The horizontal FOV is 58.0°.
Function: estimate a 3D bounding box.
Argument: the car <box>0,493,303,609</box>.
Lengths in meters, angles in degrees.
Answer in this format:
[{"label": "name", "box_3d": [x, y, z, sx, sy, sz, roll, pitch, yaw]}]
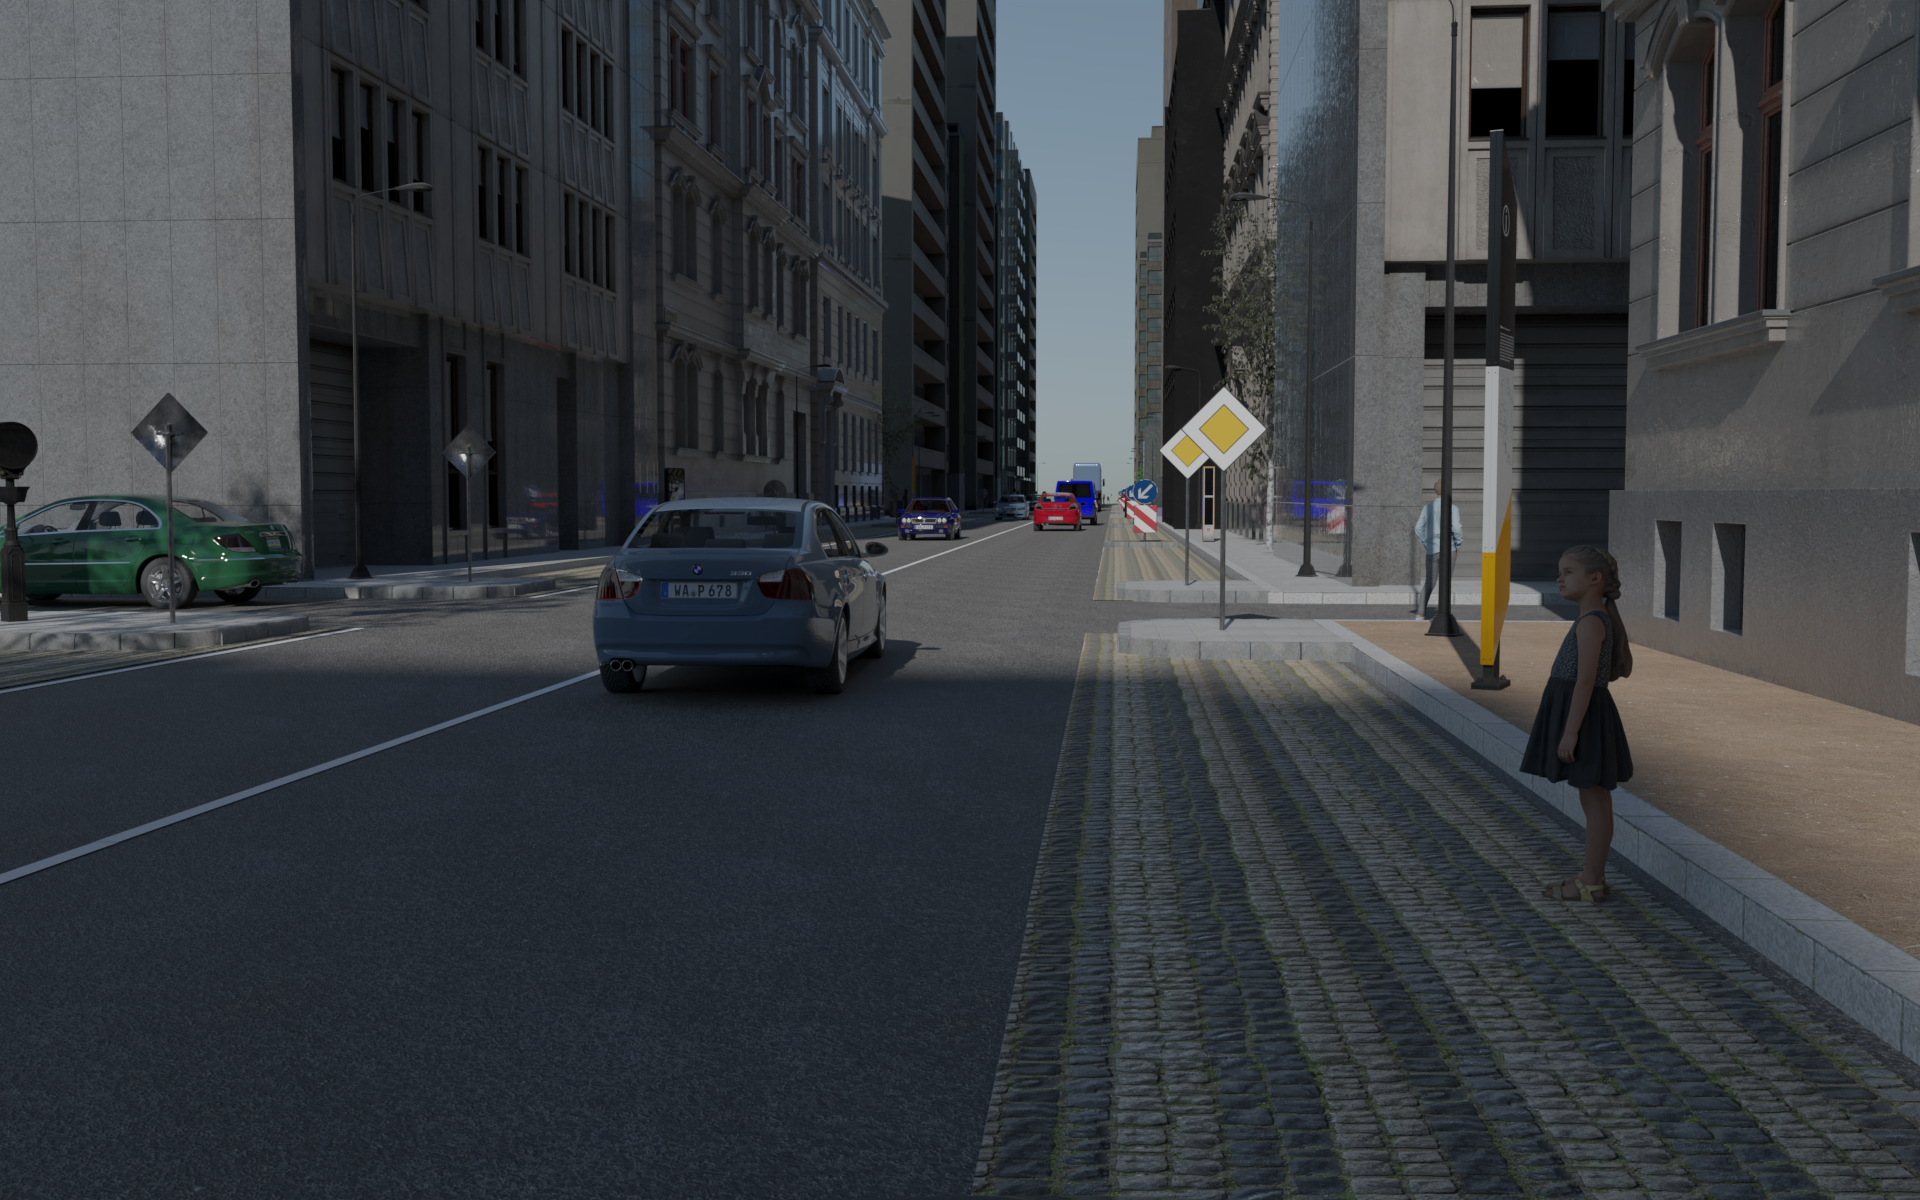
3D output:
[{"label": "car", "box_3d": [-11.121, -0.657, 22.542, 4.920, 1.459, 2.131, 0, 4, 7]}]

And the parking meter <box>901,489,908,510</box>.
[{"label": "parking meter", "box_3d": [-2.923, -5.052, 91.011, 0.372, 1.533, 0.369, 0, 3, 0]}]

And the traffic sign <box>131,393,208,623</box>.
[{"label": "traffic sign", "box_3d": [-7.836, -0.828, 17.184, 0.795, 2.450, 0.064, 0, 4, 5]}]

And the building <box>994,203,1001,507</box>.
[{"label": "building", "box_3d": [-3.537, -24.098, 165.695, 14.160, 30.474, 14.107, 0, 4, 5]}]

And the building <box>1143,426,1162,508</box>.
[{"label": "building", "box_3d": [28.165, -51.542, 155.382, 22.319, 86.520, 31.000, 0, 4, 5]}]

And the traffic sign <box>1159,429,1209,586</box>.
[{"label": "traffic sign", "box_3d": [3.175, -1.257, 24.202, 0.795, 2.450, 0.064, 0, 4, 5]}]

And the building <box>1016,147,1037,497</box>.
[{"label": "building", "box_3d": [-0.297, -38.034, 245.559, 21.300, 48.544, 21.600, 0, 4, 5]}]

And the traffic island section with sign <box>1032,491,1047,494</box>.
[{"label": "traffic island section with sign", "box_3d": [9.027, -12.111, 206.635, 1.989, 1.847, 2.006, 0, 4, 5]}]

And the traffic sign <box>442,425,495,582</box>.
[{"label": "traffic sign", "box_3d": [-7.126, -1.315, 25.138, 0.795, 2.450, 0.064, 0, 4, 5]}]

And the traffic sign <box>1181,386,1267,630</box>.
[{"label": "traffic sign", "box_3d": [2.466, -0.771, 16.248, 0.795, 2.450, 0.064, 0, 4, 5]}]

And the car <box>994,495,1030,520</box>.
[{"label": "car", "box_3d": [2.891, -5.106, 95.481, 2.014, 1.417, 4.499, 0, 4, 5]}]

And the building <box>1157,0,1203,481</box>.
[{"label": "building", "box_3d": [22.839, -29.624, 134.466, 14.600, 45.320, 14.200, 0, 4, 5]}]

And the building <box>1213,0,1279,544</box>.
[{"label": "building", "box_3d": [13.344, -13.632, 51.762, 11.050, 23.489, 19.941, 0, 4, 5]}]

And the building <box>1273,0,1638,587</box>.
[{"label": "building", "box_3d": [15.862, -12.863, 28.329, 19.932, 24.808, 12.078, 0, 4, 5]}]

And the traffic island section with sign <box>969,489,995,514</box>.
[{"label": "traffic island section with sign", "box_3d": [1.708, -7.090, 124.550, 1.989, 1.847, 2.006, 0, 4, 5]}]

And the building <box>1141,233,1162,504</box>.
[{"label": "building", "box_3d": [27.676, -25.717, 192.180, 14.160, 30.474, 14.107, 0, 4, 5]}]

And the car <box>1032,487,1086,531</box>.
[{"label": "car", "box_3d": [3.857, -3.609, 68.053, 2.155, 1.783, 4.494, 0, 4, 6]}]

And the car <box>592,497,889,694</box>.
[{"label": "car", "box_3d": [-1.620, -0.106, 13.737, 2.014, 1.417, 4.499, 0, 4, 3]}]

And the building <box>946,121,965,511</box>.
[{"label": "building", "box_3d": [-7.224, -21.895, 129.682, 14.160, 30.474, 14.107, 0, 4, 5]}]

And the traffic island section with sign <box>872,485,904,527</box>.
[{"label": "traffic island section with sign", "box_3d": [-2.722, -4.051, 74.866, 1.989, 1.847, 2.006, 0, 4, 5]}]

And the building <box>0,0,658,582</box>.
[{"label": "building", "box_3d": [-14.704, -13.269, 34.968, 12.078, 24.808, 19.932, 0, 4, 5]}]

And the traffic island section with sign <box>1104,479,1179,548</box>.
[{"label": "traffic island section with sign", "box_3d": [4.901, -2.346, 46.987, 1.989, 1.847, 2.006, 0, 4, 5]}]

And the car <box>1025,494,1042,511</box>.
[{"label": "car", "box_3d": [5.734, -7.525, 132.815, 2.009, 1.686, 4.222, 0, 4, 4]}]

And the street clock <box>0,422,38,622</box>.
[{"label": "street clock", "box_3d": [-9.532, -0.785, 17.401, 0.358, 2.002, 0.471, 3, 5, 39]}]

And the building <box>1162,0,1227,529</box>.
[{"label": "building", "box_3d": [14.600, -14.673, 69.578, 12.332, 23.373, 15.834, 0, 4, 5]}]

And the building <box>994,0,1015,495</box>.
[{"label": "building", "box_3d": [-4.268, -46.196, 193.552, 20.563, 71.187, 20.611, 0, 4, 5]}]

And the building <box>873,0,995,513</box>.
[{"label": "building", "box_3d": [-8.393, -32.019, 147.211, 21.300, 48.544, 21.600, 0, 4, 5]}]

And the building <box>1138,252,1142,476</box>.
[{"label": "building", "box_3d": [28.314, -26.603, 206.660, 14.160, 30.474, 14.107, 0, 4, 5]}]

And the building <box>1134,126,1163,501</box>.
[{"label": "building", "box_3d": [33.398, -36.689, 223.571, 21.300, 48.544, 21.600, 0, 4, 5]}]

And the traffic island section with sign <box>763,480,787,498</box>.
[{"label": "traffic island section with sign", "box_3d": [-5.139, -2.393, 47.756, 1.989, 1.847, 2.006, 0, 4, 5]}]

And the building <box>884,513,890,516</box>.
[{"label": "building", "box_3d": [-12.481, -29.832, 111.460, 21.300, 48.544, 21.600, 0, 4, 5]}]

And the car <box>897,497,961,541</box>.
[{"label": "car", "box_3d": [-0.943, -2.568, 54.570, 1.945, 1.354, 3.894, 0, 4, 5]}]

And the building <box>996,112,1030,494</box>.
[{"label": "building", "box_3d": [-3.295, -36.705, 219.728, 23.786, 49.044, 30.456, 0, 4, 5]}]

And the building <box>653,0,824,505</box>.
[{"label": "building", "box_3d": [-12.900, -16.458, 56.482, 14.401, 28.519, 23.554, 0, 4, 5]}]

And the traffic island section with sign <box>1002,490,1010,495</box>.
[{"label": "traffic island section with sign", "box_3d": [4.096, -8.732, 151.400, 1.989, 1.847, 2.006, 0, 4, 5]}]
